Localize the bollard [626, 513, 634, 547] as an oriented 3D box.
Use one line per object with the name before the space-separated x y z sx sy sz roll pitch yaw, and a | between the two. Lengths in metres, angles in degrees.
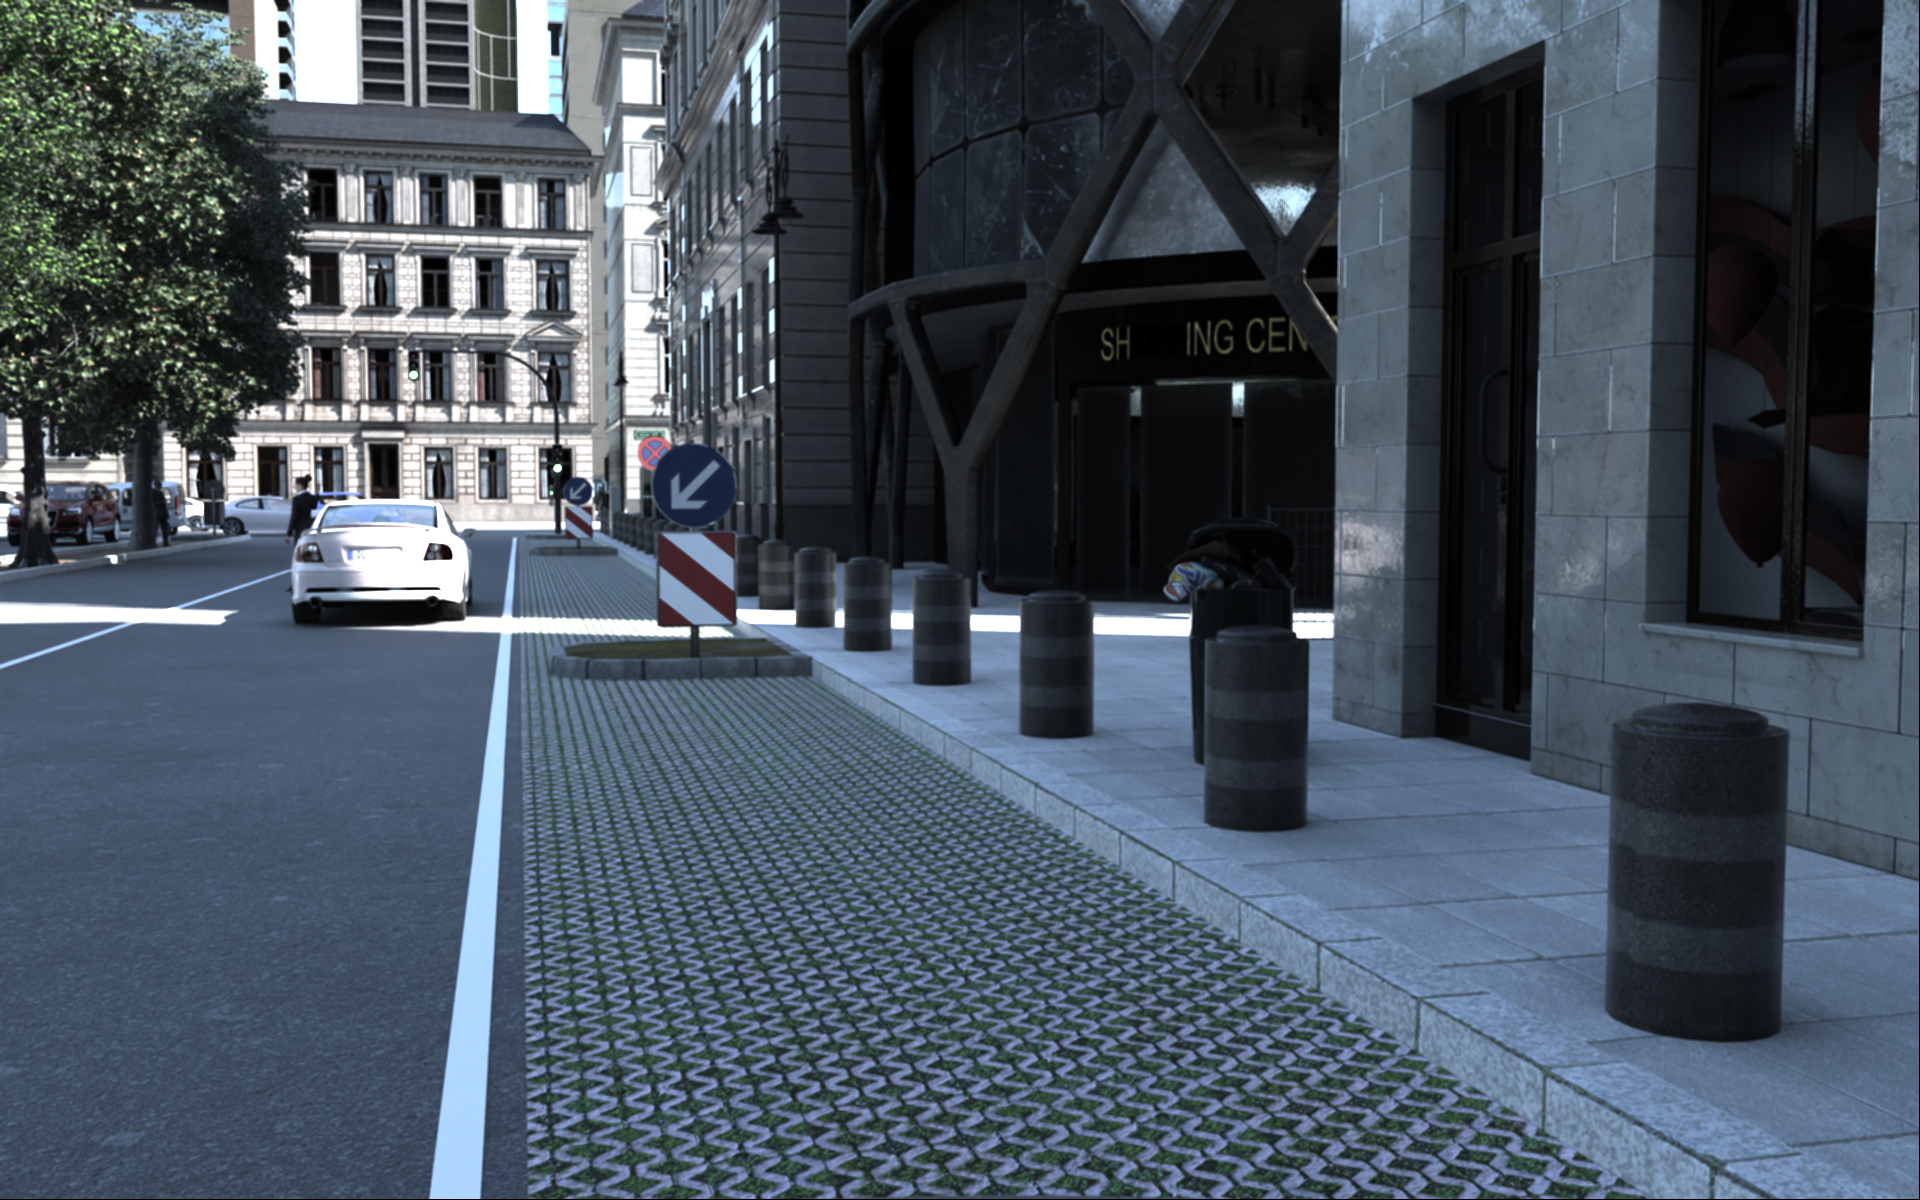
bollard | -7.806 -1.665 41.941 0.404 0.777 0.398 0 3 0

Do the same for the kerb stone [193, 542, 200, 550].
kerb stone | -19.784 -1.370 44.600 0.120 0.150 1.000 -1 4 -14

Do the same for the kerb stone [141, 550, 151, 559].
kerb stone | -18.276 -1.002 38.632 0.120 0.150 1.000 -1 4 -14

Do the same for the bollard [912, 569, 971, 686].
bollard | -0.123 0.180 11.770 0.404 0.777 0.398 0 3 0

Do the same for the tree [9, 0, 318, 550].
tree | -20.910 -8.244 43.900 9.857 13.997 8.962 0 3 0

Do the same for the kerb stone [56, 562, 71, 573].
kerb stone | -16.495 -0.577 31.677 0.120 0.150 1.000 -1 4 -14

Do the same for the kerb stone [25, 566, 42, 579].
kerb stone | -15.988 -0.458 29.690 0.120 0.150 1.000 -1 4 -14

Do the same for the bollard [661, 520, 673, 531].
bollard | -5.242 -1.050 31.883 0.404 0.777 0.398 0 3 0

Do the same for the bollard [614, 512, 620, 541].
bollard | -9.090 -1.974 46.984 0.404 0.777 0.398 0 3 0

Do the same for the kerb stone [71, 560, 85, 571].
kerb stone | -16.746 -0.634 32.671 0.120 0.150 1.000 -1 4 -14

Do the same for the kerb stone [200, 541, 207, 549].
kerb stone | -20.049 -1.429 45.590 0.120 0.150 1.000 -1 4 -14

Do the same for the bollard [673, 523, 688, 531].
bollard | -4.604 -0.896 29.374 0.404 0.777 0.398 0 3 0

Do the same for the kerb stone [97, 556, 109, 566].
kerb stone | -17.261 -0.761 34.656 0.120 0.150 1.000 -1 4 -14

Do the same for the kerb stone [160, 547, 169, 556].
kerb stone | -18.768 -1.127 40.622 0.120 0.150 1.000 -1 4 -14

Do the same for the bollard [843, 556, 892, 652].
bollard | -0.762 0.027 14.281 0.404 0.777 0.398 0 3 0

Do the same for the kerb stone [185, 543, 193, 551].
kerb stone | -19.528 -1.310 43.608 0.120 0.150 1.000 -1 4 -14

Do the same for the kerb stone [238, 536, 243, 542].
kerb stone | -21.566 -1.797 51.569 0.120 0.150 1.000 -1 4 -14

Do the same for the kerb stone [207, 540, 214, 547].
kerb stone | -20.296 -1.492 46.591 0.120 0.150 1.000 -1 4 -14

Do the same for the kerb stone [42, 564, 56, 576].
kerb stone | -16.251 -0.519 30.682 0.120 0.150 1.000 -1 4 -14

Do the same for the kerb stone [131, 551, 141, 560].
kerb stone | -18.024 -0.945 37.639 0.120 0.150 1.000 -1 4 -14

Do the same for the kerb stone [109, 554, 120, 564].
kerb stone | -17.517 -0.823 35.648 0.120 0.150 1.000 -1 4 -14

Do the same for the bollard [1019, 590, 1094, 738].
bollard | 0.518 0.334 9.262 0.404 0.777 0.398 0 3 0

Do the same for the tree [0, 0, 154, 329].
tree | -15.384 -5.857 23.979 9.928 11.665 9.643 0 3 0

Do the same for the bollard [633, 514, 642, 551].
bollard | -7.162 -1.511 39.426 0.404 0.777 0.398 0 3 0

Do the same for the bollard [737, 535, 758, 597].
bollard | -2.687 -0.435 21.833 0.404 0.777 0.398 0 3 0

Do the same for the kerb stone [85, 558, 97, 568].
kerb stone | -17.001 -0.701 33.665 0.120 0.150 1.000 -1 4 -14

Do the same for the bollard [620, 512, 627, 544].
bollard | -8.449 -1.820 44.469 0.404 0.777 0.398 0 3 0

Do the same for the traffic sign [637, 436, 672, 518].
traffic sign | -6.657 -2.310 37.868 0.768 2.556 0.104 -1 4 -10

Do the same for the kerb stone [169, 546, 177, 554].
kerb stone | -19.031 -1.188 41.616 0.120 0.150 1.000 -1 4 -14

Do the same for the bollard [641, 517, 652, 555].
bollard | -6.524 -1.358 36.917 0.404 0.777 0.398 0 3 0

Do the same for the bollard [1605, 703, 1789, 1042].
bollard | 1.796 0.642 4.227 0.404 0.777 0.398 0 3 0

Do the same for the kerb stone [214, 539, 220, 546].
kerb stone | -20.551 -1.551 47.584 0.120 0.150 1.000 -1 4 -14

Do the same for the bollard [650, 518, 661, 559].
bollard | -5.884 -1.204 34.398 0.404 0.777 0.398 0 3 0

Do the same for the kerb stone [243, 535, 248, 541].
kerb stone | -21.819 -1.851 52.568 0.120 0.150 1.000 -1 4 -14

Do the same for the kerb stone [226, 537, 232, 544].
kerb stone | -21.053 -1.675 49.576 0.120 0.150 1.000 -1 4 -14

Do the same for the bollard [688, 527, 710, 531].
bollard | -3.964 -0.743 26.865 0.404 0.777 0.398 0 3 0

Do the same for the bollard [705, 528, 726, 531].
bollard | -3.329 -0.589 24.350 0.404 0.777 0.398 0 3 0

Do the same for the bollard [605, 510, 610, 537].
bollard | -10.369 -2.281 52.015 0.404 0.777 0.398 0 3 0

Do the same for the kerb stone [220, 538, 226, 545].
kerb stone | -20.804 -1.614 48.579 0.120 0.150 1.000 -1 4 -14

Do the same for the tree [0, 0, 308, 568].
tree | -18.005 -6.971 33.446 9.611 12.733 9.660 0 3 0

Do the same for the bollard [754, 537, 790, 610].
bollard | -2.044 -0.281 19.311 0.404 0.777 0.398 0 3 0

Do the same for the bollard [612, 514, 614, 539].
bollard | -9.726 -2.127 49.497 0.404 0.777 0.398 0 3 0

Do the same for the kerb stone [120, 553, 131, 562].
kerb stone | -17.769 -0.883 36.641 0.120 0.150 1.000 -1 4 -14

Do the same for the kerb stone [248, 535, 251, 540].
kerb stone | -22.071 -1.917 53.561 0.120 0.150 1.000 -1 4 -14

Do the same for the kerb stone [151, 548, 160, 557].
kerb stone | -18.526 -1.066 39.626 0.120 0.150 1.000 -1 4 -14

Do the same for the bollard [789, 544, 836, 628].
bollard | -1.402 -0.127 16.789 0.404 0.777 0.398 0 3 0

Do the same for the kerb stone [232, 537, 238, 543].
kerb stone | -21.307 -1.734 50.568 0.120 0.150 1.000 -1 4 -14

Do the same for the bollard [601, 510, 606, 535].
bollard | -11.012 -2.435 54.534 0.404 0.777 0.398 0 3 0

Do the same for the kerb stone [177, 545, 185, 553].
kerb stone | -19.283 -1.241 42.613 0.120 0.150 1.000 -1 4 -14

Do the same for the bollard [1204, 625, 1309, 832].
bollard | 1.153 0.487 6.751 0.404 0.777 0.398 0 3 0
